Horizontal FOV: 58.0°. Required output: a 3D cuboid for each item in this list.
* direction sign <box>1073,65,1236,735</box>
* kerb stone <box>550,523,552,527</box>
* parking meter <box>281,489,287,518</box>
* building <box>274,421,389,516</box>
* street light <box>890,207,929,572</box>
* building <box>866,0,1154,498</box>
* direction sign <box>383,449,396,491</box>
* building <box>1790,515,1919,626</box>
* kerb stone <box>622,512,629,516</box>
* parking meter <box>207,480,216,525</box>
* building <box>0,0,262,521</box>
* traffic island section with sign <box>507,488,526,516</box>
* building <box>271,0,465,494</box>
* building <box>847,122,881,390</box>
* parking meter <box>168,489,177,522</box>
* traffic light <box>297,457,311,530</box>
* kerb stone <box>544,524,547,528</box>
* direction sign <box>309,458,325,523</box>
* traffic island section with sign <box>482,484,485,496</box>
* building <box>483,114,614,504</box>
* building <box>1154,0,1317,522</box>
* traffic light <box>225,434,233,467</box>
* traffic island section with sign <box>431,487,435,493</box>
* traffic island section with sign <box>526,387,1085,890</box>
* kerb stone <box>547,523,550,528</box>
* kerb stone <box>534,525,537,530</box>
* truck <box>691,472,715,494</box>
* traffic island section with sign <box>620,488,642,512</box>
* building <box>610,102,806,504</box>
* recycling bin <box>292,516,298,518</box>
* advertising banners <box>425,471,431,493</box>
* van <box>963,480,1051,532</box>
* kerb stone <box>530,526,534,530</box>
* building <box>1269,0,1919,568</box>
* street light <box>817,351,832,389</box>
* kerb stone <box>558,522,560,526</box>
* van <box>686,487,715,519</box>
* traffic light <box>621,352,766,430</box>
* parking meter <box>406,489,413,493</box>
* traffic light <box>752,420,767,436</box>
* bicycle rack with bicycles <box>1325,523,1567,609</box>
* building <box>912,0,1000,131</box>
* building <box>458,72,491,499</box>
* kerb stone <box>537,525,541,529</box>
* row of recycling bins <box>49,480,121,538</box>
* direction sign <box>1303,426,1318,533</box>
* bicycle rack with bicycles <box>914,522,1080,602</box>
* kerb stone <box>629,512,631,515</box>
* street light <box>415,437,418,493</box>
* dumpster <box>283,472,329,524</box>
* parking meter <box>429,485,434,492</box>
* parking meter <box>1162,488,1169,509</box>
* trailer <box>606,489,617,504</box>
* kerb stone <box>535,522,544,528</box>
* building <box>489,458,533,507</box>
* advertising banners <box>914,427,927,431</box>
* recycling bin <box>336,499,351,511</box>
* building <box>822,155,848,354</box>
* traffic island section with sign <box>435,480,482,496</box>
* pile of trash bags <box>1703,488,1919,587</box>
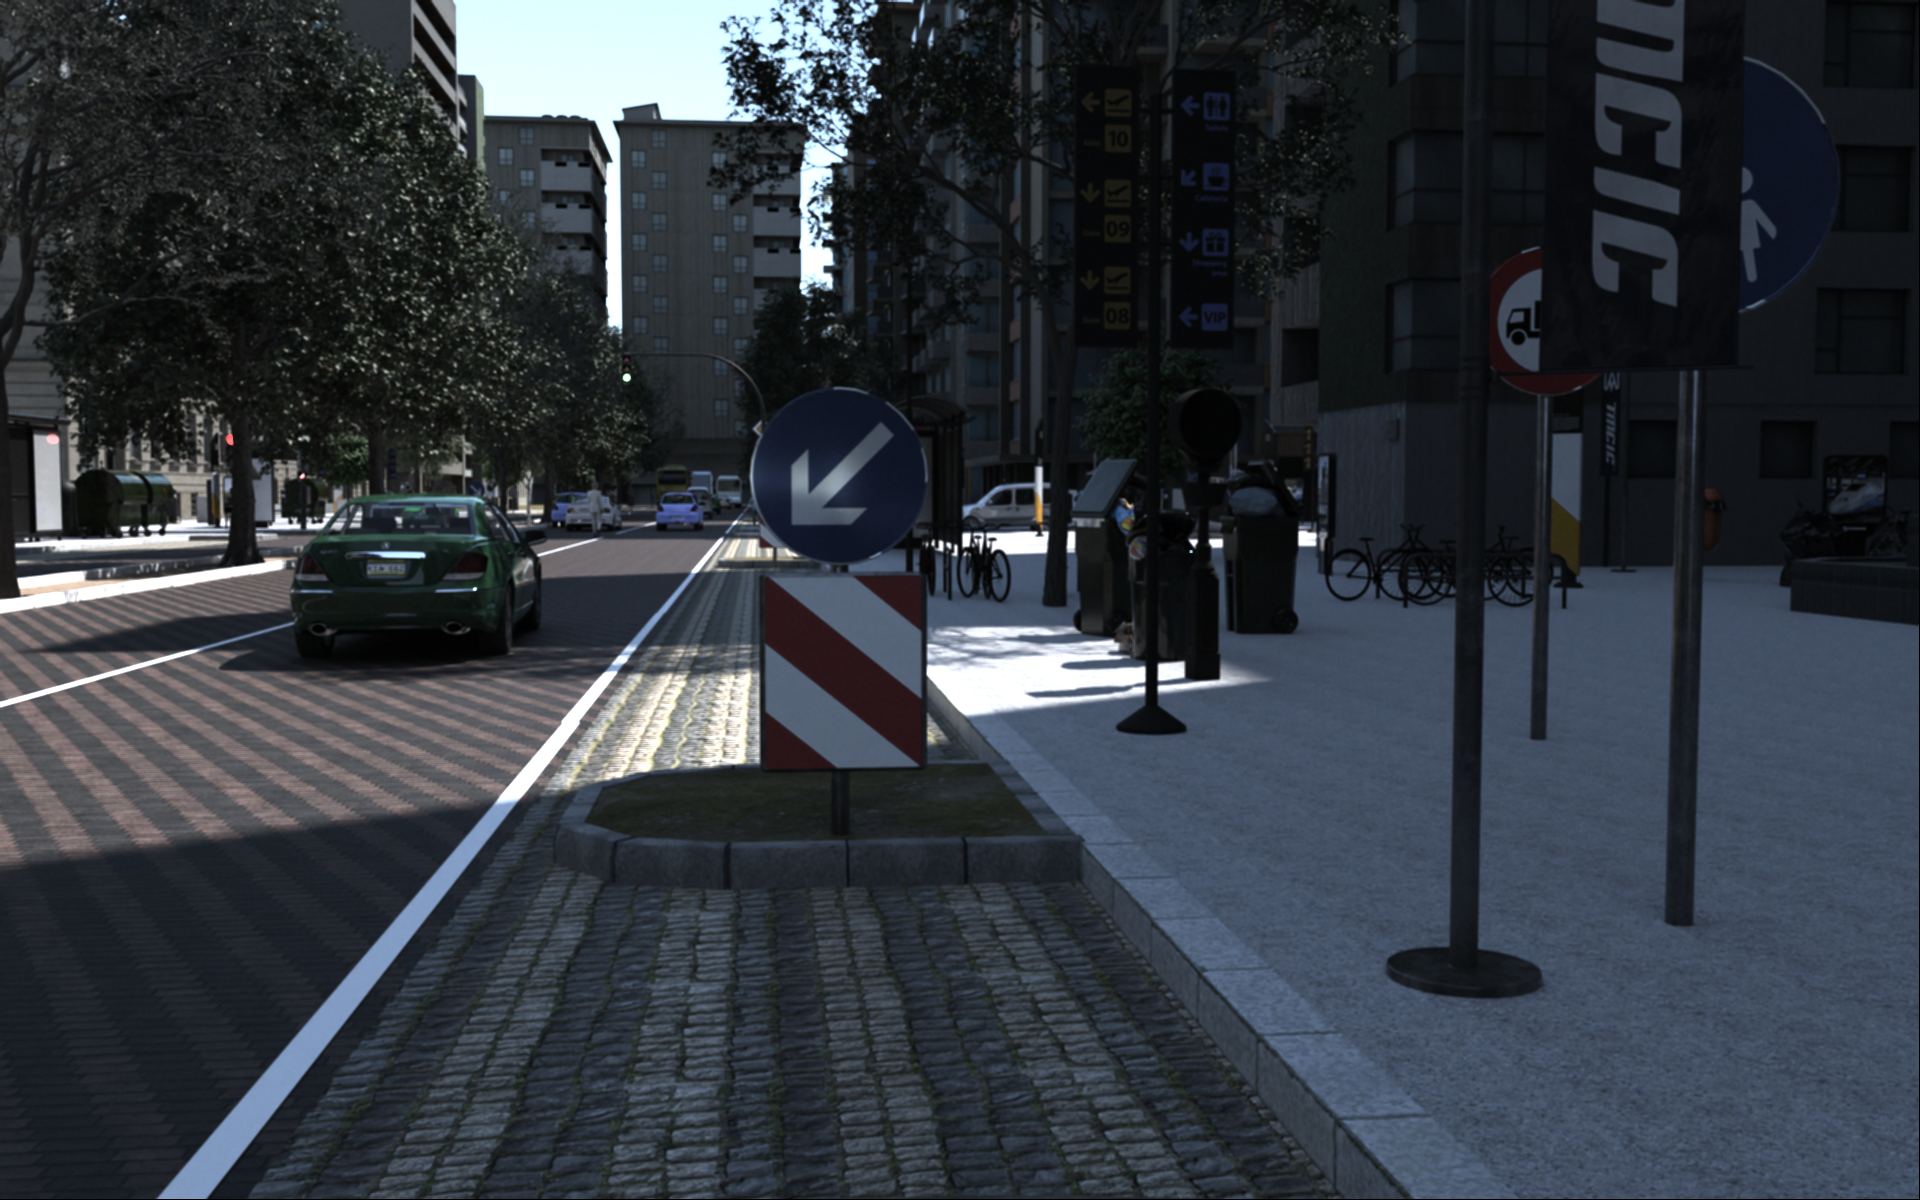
[{"bbox_3d":[1.040,-1.059,9.305,0.876,3.537,0.379,-1,4,-9],"label":"direction sign"},{"bbox_3d":[-17.769,-3.204,74.579,0.120,0.150,1.000,0,4,-7],"label":"kerb stone"},{"bbox_3d":[-36.213,-5.167,92.890,0.372,1.533,0.369,0,3,0],"label":"parking meter"},{"bbox_3d":[-47.393,-18.156,115.943,14.460,24.649,34.723,0,4,-7],"label":"building"},{"bbox_3d":[-0.763,-3.257,26.037,0.468,5.910,1.993,0,4,-7],"label":"street light"},{"bbox_3d":[2.985,-30.648,155.726,22.147,44.769,28.867,0,4,-7],"label":"building"},{"bbox_3d":[-28.950,-5.842,87.513,0.876,3.537,0.379,-1,4,-22],"label":"direction sign"},{"bbox_3d":[19.946,-28.466,7.418,21.231,58.520,28.212,0,4,-7],"label":"building"},{"bbox_3d":[-22.867,-5.883,118.383,0.120,0.150,1.000,0,4,-7],"label":"kerb stone"},{"bbox_3d":[-30.750,-4.009,71.258,0.255,1.863,0.399,1,4,15],"label":"parking meter"},{"bbox_3d":[-44.782,-15.248,82.581,16.112,22.955,30.059,0,4,-7],"label":"building"},{"bbox_3d":[-29.345,-6.431,113.778,1.989,1.847,2.006,0,4,-7],"label":"traffic island section with sign"},{"bbox_3d":[-54.511,-31.877,144.898,21.300,48.544,21.600,0,4,-7],"label":"building"},{"bbox_3d":[-5.783,-33.698,201.068,14.600,45.320,14.200,0,4,-7],"label":"building"},{"bbox_3d":[-35.214,-4.221,77.431,0.372,1.533,0.369,0,3,0],"label":"parking meter"},{"bbox_3d":[-21.607,-5.382,62.666,4.771,5.953,1.251,0,4,-7],"label":"traffic light"},{"bbox_3d":[-17.532,-3.079,72.542,0.120,0.150,1.000,0,4,-7],"label":"kerb stone"},{"bbox_3d":[-28.317,-5.155,76.289,0.876,3.537,0.379,2,4,25],"label":"direction sign"},{"bbox_3d":[-17.465,-3.349,62.898,2.006,1.907,1.989,0,4,-7],"label":"traffic island section with sign"},{"bbox_3d":[-60.578,-39.779,239.622,27.495,52.752,28.713,0,4,-7],"label":"building"},{"bbox_3d":[14.818,-26.389,86.079,28.867,44.769,22.147,0,4,-7],"label":"building"},{"bbox_3d":[-22.754,-4.008,54.459,0.839,4.253,0.868,0,4,-7],"label":"traffic light"},{"bbox_3d":[-26.238,-4.793,86.998,1.989,1.847,2.006,0,4,-7],"label":"traffic island section with sign"},{"bbox_3d":[-0.636,0.088,7.196,1.989,1.847,2.006,0,4,-7],"label":"traffic island section with sign"},{"bbox_3d":[-17.663,-3.142,73.562,0.120,0.150,1.000,0,4,-7],"label":"kerb stone"},{"bbox_3d":[-17.188,-2.892,69.483,0.120,0.150,1.000,0,4,-7],"label":"kerb stone"},{"bbox_3d":[-30.493,-12.976,201.911,2.967,4.110,18.799,0,4,-5],"label":"truck"},{"bbox_3d":[-26.144,-7.914,137.536,2.006,1.907,1.989,0,4,-7],"label":"traffic island section with sign"},{"bbox_3d":[-33.237,-39.957,242.528,27.495,52.752,28.713,0,4,-7],"label":"building"},{"bbox_3d":[-36.173,-4.990,94.147,0.722,1.027,0.722,3,4,36],"label":"recycling bin"},{"bbox_3d":[-33.755,-6.955,109.898,0.090,3.025,2.074,-2,4,-26],"label":"advertising banners"},{"bbox_3d":[1.591,-3.370,62.108,4.112,2.044,2.013,0,4,-6],"label":"van"},{"bbox_3d":[-17.068,-2.830,68.465,0.120,0.150,1.000,0,4,-7],"label":"kerb stone"},{"bbox_3d":[13.910,-16.219,36.876,14.160,30.474,14.107,0,4,-7],"label":"building"},{"bbox_3d":[-4.397,-5.100,56.174,0.468,5.910,1.993,0,4,-7],"label":"street light"},{"bbox_3d":[-18.124,-3.390,77.629,0.120,0.150,1.000,0,4,-7],"label":"kerb stone"},{"bbox_3d":[-15.346,-5.779,101.499,2.013,2.044,4.112,-1,4,-9],"label":"van"},{"bbox_3d":[-8.472,-4.974,55.986,4.771,5.953,1.251,0,4,-7],"label":"traffic light"},{"bbox_3d":[-30.432,-5.340,95.713,0.372,1.533,0.369,0,3,0],"label":"parking meter"},{"bbox_3d":[-7.325,-4.610,64.299,0.839,4.253,0.868,0,4,-7],"label":"traffic light"},{"bbox_3d":[5.808,-0.434,20.483,2.925,0.926,2.852,0,4,5],"label":"bicycle rack with bicycles"},{"bbox_3d":[8.289,-30.959,125.787,23.786,49.044,30.456,0,4,-7],"label":"building"},{"bbox_3d":[-52.779,-29.337,163.250,14.154,41.232,14.086,0,4,-7],"label":"building"},{"bbox_3d":[-17.296,-2.950,70.500,0.120,0.150,1.000,0,4,-7],"label":"kerb stone"},{"bbox_3d":[-26.561,-2.775,52.482,1.069,1.692,3.534,0,4,-2],"label":"row of recycling bins"},{"bbox_3d":[11.716,-4.005,57.473,0.379,3.537,0.876,-2,4,-33],"label":"direction sign"},{"bbox_3d":[0.595,-0.507,21.675,2.852,0.926,2.925,0,4,-1],"label":"bicycle rack with bicycles"},{"bbox_3d":[-22.983,-5.945,119.409,0.120,0.150,1.000,0,4,-7],"label":"kerb stone"},{"bbox_3d":[-29.333,-7.379,93.435,0.468,5.910,1.993,0,4,-7],"label":"street light"},{"bbox_3d":[-27.997,-4.380,74.103,1.502,2.255,1.985,0,4,-7],"label":"dumpster"},{"bbox_3d":[-33.966,-6.461,111.347,0.255,1.863,0.399,-2,4,-35],"label":"parking meter"},{"bbox_3d":[8.663,-3.973,73.370,0.372,1.533,0.369,0,3,0],"label":"parking meter"},{"bbox_3d":[-38.926,-11.398,193.409,1.471,1.999,3.904,0,4,-6],"label":"trailer"},{"bbox_3d":[-17.423,-3.015,71.521,0.120,0.150,1.000,0,4,-7],"label":"kerb stone"},{"bbox_3d":[-63.279,-21.039,189.020,28.899,21.520,27.650,0,4,-7],"label":"building"},{"bbox_3d":[-1.820,-2.873,43.153,2.074,3.025,0.090,-1,4,-14],"label":"advertising banners"},{"bbox_3d":[-32.172,-4.777,90.652,0.722,1.027,0.722,0,4,-2],"label":"recycling bin"},{"bbox_3d":[-4.115,-38.155,243.445,30.456,49.044,23.786,0,4,-7],"label":"building"},{"bbox_3d":[-16.620,-2.899,55.539,2.006,1.907,1.989,0,4,-7],"label":"traffic island section with sign"},{"bbox_3d":[11.924,-0.900,24.465,3.447,1.369,1.912,3,5,42],"label":"pile of trash bags"}]
